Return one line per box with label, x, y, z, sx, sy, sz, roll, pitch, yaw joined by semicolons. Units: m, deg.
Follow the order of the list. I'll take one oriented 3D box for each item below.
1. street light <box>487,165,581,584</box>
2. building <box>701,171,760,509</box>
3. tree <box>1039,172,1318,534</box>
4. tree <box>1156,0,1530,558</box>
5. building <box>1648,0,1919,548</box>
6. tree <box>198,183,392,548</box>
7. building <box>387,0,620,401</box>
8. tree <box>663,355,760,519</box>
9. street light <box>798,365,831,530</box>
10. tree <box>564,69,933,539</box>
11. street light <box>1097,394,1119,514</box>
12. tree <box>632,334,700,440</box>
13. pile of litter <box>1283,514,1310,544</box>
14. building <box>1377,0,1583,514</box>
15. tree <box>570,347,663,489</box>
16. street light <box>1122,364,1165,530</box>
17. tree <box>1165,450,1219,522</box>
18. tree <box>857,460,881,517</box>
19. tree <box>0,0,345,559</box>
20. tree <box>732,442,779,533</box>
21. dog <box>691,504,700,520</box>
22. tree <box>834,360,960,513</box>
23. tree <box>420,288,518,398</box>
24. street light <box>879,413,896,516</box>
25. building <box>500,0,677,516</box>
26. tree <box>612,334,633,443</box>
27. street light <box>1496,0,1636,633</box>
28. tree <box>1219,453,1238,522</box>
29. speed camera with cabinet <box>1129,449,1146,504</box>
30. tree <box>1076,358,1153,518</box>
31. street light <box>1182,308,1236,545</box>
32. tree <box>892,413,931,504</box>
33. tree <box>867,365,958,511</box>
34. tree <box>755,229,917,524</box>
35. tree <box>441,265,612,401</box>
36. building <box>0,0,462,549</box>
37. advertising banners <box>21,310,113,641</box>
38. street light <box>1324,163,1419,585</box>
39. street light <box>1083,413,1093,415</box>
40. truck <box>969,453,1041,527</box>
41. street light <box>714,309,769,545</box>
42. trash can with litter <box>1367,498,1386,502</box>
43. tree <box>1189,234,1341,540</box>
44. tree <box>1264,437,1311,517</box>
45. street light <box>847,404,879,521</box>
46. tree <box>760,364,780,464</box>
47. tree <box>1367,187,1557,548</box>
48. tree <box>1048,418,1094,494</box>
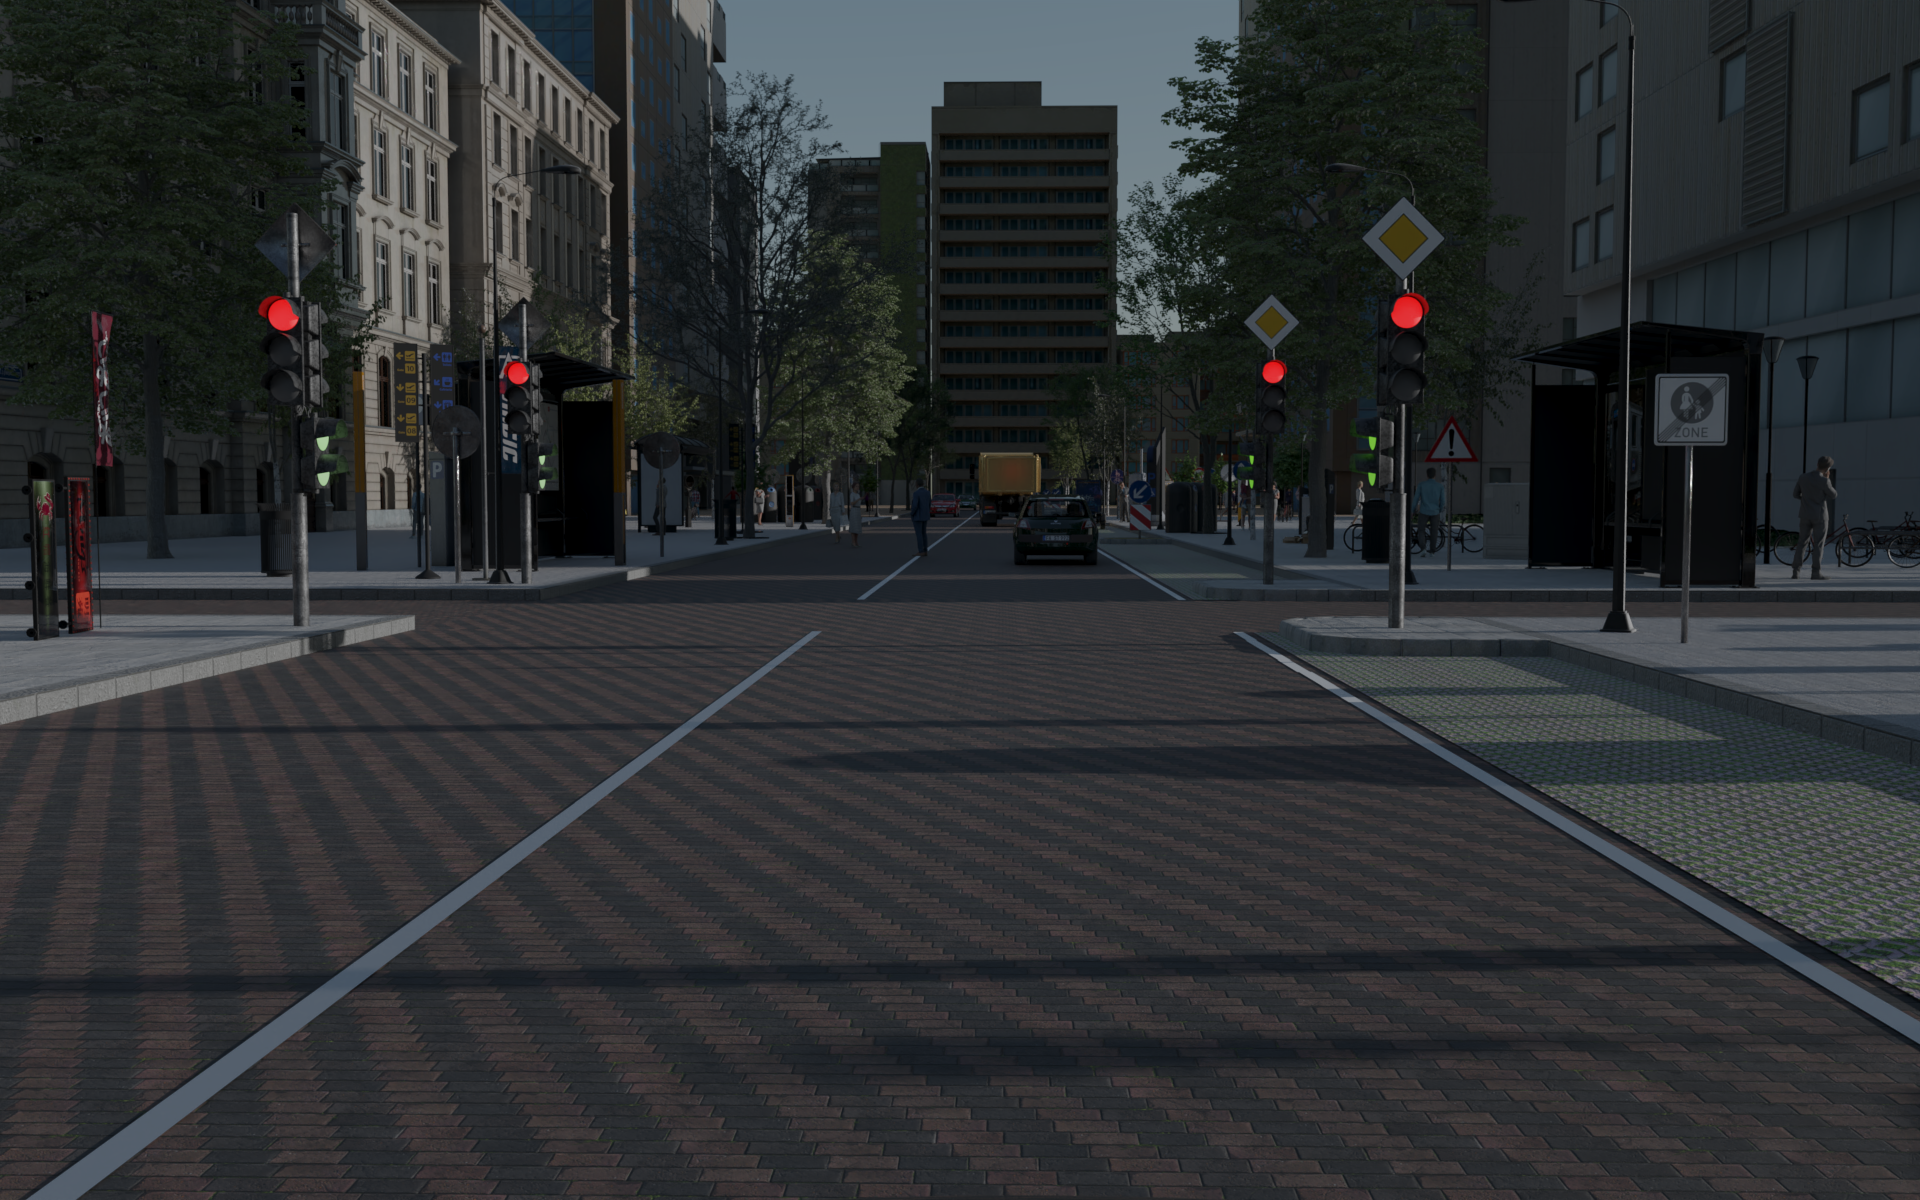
street light;-6.046;-3.185;24.612;1.470;5.913;1.316;0;4;1
building;-25.493;-23.470;155.439;14.107;30.474;14.160;0;4;1
tree;7.996;-7.943;55.625;9.928;11.665;9.643;0;3;0
tree;7.628;-7.136;34.807;7.486;12.596;7.792;0;3;0
building;34.980;-28.149;49.469;27.495;52.752;28.713;0;4;1
tree;-15.998;-5.543;40.999;4.737;8.622;4.395;0;3;0
building;-25.692;-17.676;86.258;12.463;27.353;25.104;0;4;1
tree;-12.860;-8.432;88.220;4.360;8.622;3.978;0;3;0
street light;-5.128;-5.497;62.414;1.470;5.913;1.316;0;4;1
tree;-5.933;-8.511;49.529;12.009;13.543;11.850;0;3;0
street light;7.125;-6.626;80.868;1.470;5.913;1.316;0;4;1
tree;-13.953;-7.764;77.306;4.737;8.622;4.395;0;3;0
pile of litter;9.004;-1.903;45.075;1.176;0.858;1.719;0;4;2
building;29.362;-19.584;91.897;14.160;30.474;14.107;0;4;1
tree;-17.336;-8.300;86.075;4.360;8.622;3.978;0;3;0
street light;6.677;-5.481;62.161;1.470;5.913;1.316;0;4;1
tree;10.030;-4.956;75.624;1.663;3.219;1.824;0;3;0
tree;-5.036;-6.233;96.503;1.663;3.219;1.824;0;3;0
tree;-15.857;-7.067;33.680;7.486;12.596;7.792;0;3;0
tree;-7.096;-3.838;57.347;1.663;3.219;1.824;0;3;0
dog;-13.193;-4.338;85.305;0.513;0.831;0.800;-2;4;-31
tree;-4.513;-11.098;115.872;8.767;10.594;7.601;-1;4;-22
tree;-16.890;-6.792;61.418;4.360;8.622;3.978;0;3;0
street light;-4.244;-7.785;99.829;1.470;5.913;1.316;0;4;1
building;-25.873;-27.939;106.918;14.600;45.320;14.200;0;4;1
tree;-15.670;-7.236;68.670;4.737;8.622;4.395;0;3;0
street light;5.604;-2.659;16.018;1.470;5.913;1.316;0;4;1
tree;12.287;-5.268;80.729;1.663;3.219;1.824;0;3;0
speed camera with cabinet;8.105;-5.027;76.531;0.660;3.252;2.038;2;4;29
tree;8.445;-8.697;92.558;4.360;8.622;3.978;0;3;0
street light;6.237;-4.336;43.430;1.470;5.913;1.316;0;4;1
tree;-4.367;-12.634;156.933;4.737;8.622;4.395;0;3;0
tree;-3.992;-12.785;134.791;9.928;11.665;9.643;0;3;0
tree;-5.385;-9.537;74.051;7.486;12.596;7.792;0;3;0
tree;-14.022;-6.403;55.049;4.737;8.622;4.395;0;3;0
building;-27.080;-14.521;56.507;14.460;24.649;34.723;0;4;1
advertising banners;-8.167;-1.210;15.974;0.090;3.025;2.074;0;4;-6
street light;5.819;-3.178;24.499;1.470;5.913;1.316;0;4;1
street light;7.737;-7.769;99.571;1.470;5.913;1.316;0;4;1
truck;2.194;-5.138;79.929;3.469;3.379;9.791;0;4;0
street light;-5.495;-4.347;43.618;1.470;5.913;1.316;0;4;1
trash can with litter;11.123;-2.136;46.313;0.624;1.170;1.055;1;4;20
tree;8.445;-5.989;48.276;4.360;8.622;3.978;0;3;0
tree;18.603;-6.934;97.089;4.285;4.588;4.351;0;3;0
street light;-4.689;-6.641;81.121;1.470;5.913;1.316;0;4;1
tree;-11.643;-8.904;95.936;4.360;8.622;3.978;0;3;0
tree;11.832;-5.564;41.331;4.360;8.622;3.978;0;3;0
tree;10.300;-13.291;167.668;4.737;8.622;4.395;0;3;0
